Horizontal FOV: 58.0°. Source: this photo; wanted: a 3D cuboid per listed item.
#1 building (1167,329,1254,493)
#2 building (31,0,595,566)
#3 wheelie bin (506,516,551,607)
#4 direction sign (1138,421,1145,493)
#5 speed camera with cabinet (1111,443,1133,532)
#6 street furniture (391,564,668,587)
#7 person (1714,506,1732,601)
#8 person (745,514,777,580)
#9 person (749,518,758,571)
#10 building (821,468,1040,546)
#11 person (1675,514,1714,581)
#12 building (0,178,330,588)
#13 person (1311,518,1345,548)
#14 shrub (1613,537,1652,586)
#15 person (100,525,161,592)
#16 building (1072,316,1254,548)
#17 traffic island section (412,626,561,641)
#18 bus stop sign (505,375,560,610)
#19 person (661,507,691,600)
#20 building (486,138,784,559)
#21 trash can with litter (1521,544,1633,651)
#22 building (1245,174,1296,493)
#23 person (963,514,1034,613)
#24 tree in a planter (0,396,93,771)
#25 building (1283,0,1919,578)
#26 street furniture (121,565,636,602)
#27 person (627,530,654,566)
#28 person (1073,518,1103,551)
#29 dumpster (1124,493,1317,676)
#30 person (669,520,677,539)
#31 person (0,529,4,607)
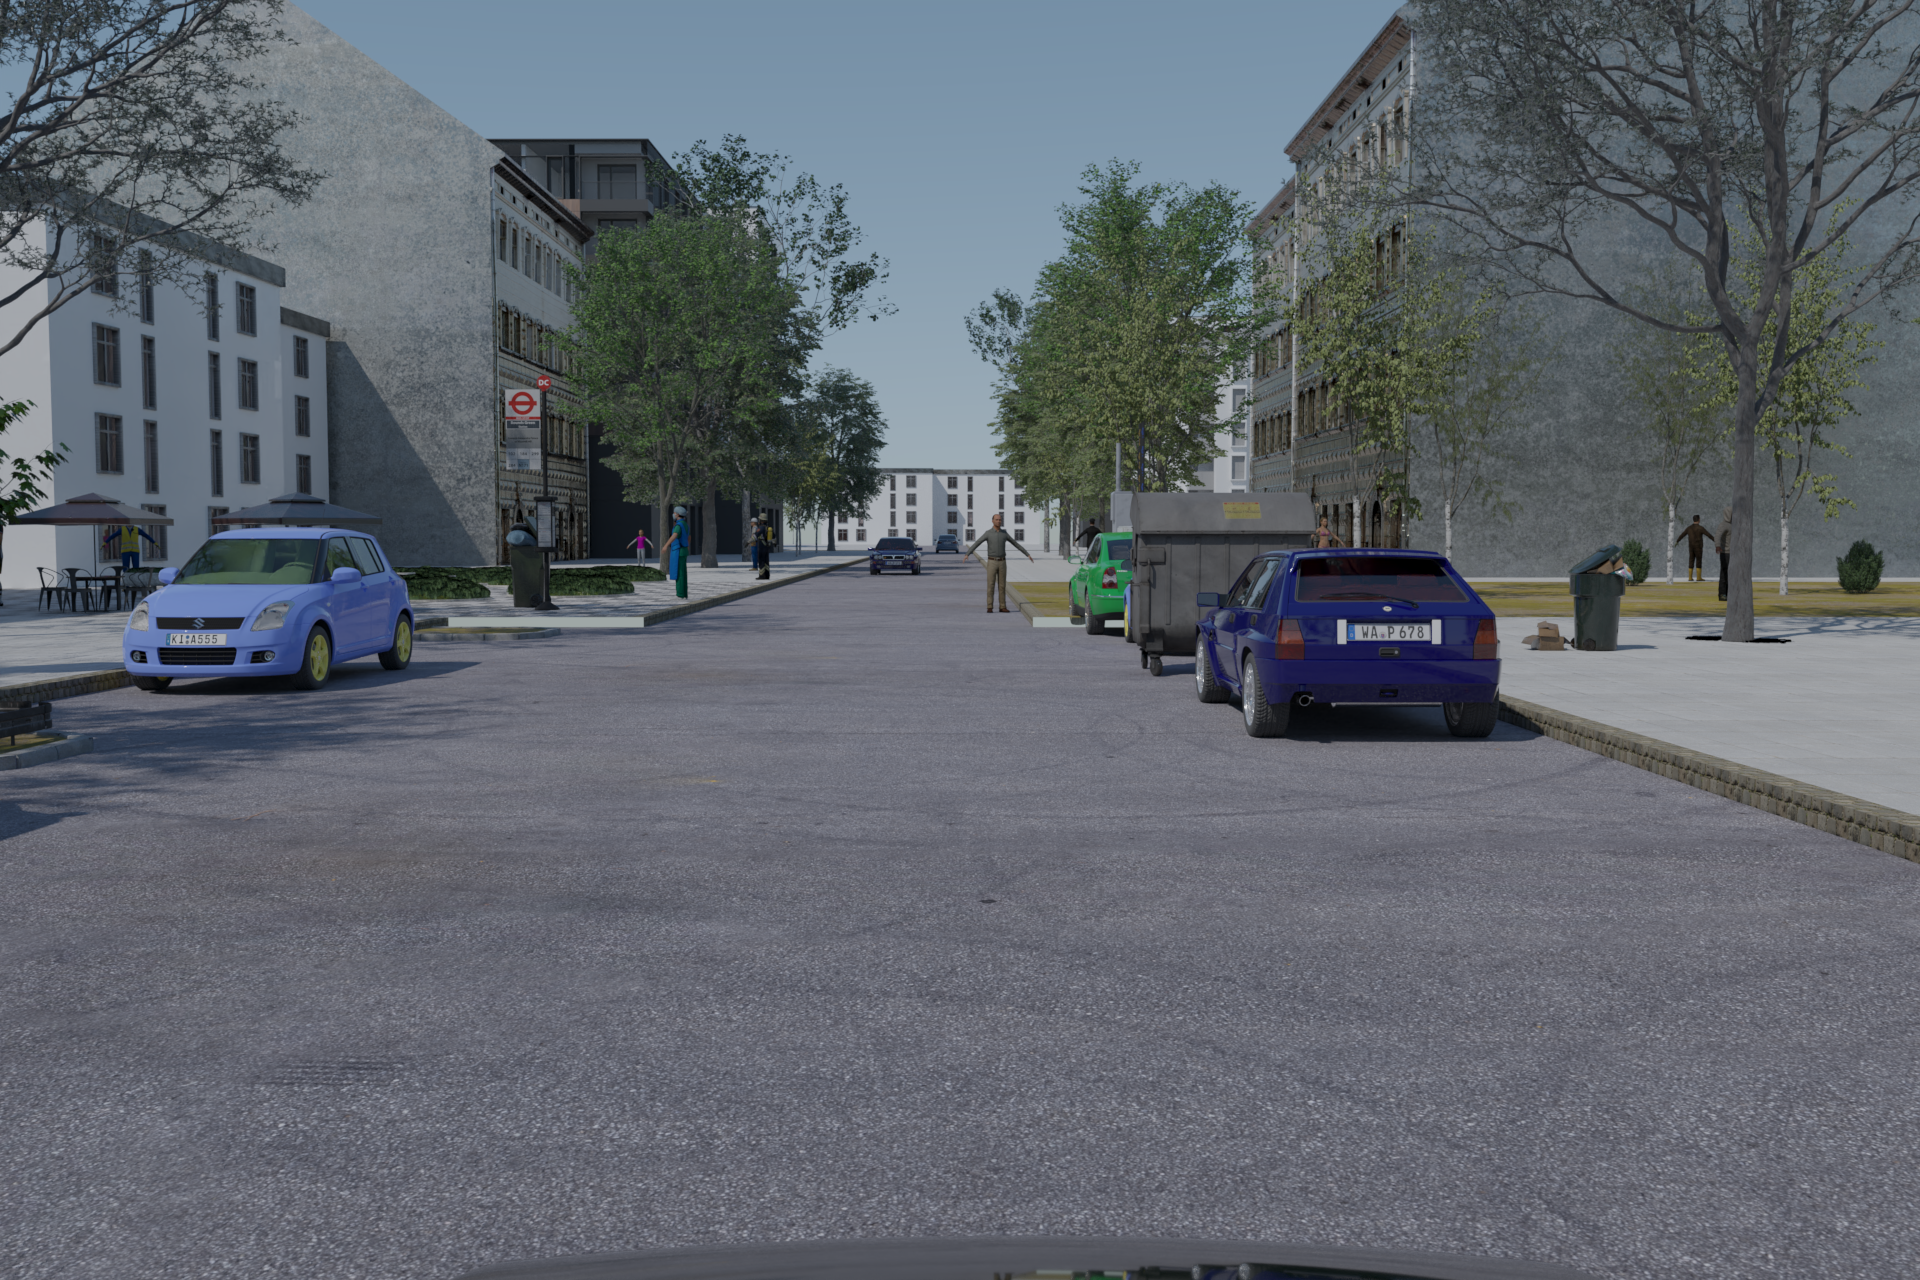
[{"bbox_3d":[24.358,-18.520,159.225,16.016,20.090,11.380,0,4,0],"label":"building"},{"bbox_3d":[-27.911,-15.100,77.810,19.493,23.208,18.063,0,4,-1],"label":"building"},{"bbox_3d":[-7.560,-1.377,30.416,0.693,1.594,0.980,0,4,-1],"label":"wheelie bin"},{"bbox_3d":[3.695,-2.650,35.330,0.379,3.537,0.876,0,4,-1],"label":"direction sign"},{"bbox_3d":[3.649,-2.613,37.055,0.660,3.252,2.038,0,4,-1],"label":"speed camera with cabinet"},{"bbox_3d":[-12.416,-1.746,44.168,10.072,0.657,5.734,-1,4,-15],"label":"street furniture"},{"bbox_3d":[14.729,-1.653,33.157,1.348,1.813,0.705,-3,5,-42],"label":"person"},{"bbox_3d":[-5.525,-2.615,48.534,0.705,1.856,1.354,2,4,32],"label":"person"},{"bbox_3d":[-7.218,-3.349,60.616,0.705,1.847,1.347,0,4,2],"label":"person"},{"bbox_3d":[-3.711,-16.894,220.821,28.070,9.664,9.099,0,4,-4],"label":"building"},{"bbox_3d":[20.041,-2.507,47.130,0.704,1.812,1.346,-3,4,-38],"label":"person"},{"bbox_3d":[-25.809,-6.891,54.807,9.099,9.664,28.070,0,4,0],"label":"building"},{"bbox_3d":[9.989,-2.480,47.346,1.217,1.733,0.721,-1,4,-22],"label":"person"},{"bbox_3d":[16.483,-1.921,42.532,1.383,1.207,1.383,0,3,0],"label":"shrub"},{"bbox_3d":[-18.512,-1.969,38.656,1.216,1.772,0.721,-2,4,-28],"label":"person"},{"bbox_3d":[25.399,-20.479,178.811,27.936,21.610,32.646,0,4,0],"label":"building"},{"bbox_3d":[-6.702,-0.085,24.262,1.991,0.108,1.994,0,4,1],"label":"traffic island section"},{"bbox_3d":[-7.205,-2.476,29.189,0.855,3.939,0.416,0,4,-1],"label":"bus stop sign"},{"bbox_3d":[-5.499,-1.696,33.855,0.704,1.817,1.347,1,4,11],"label":"person"},{"bbox_3d":[-26.522,-16.035,106.149,27.936,21.610,32.646,0,4,0],"label":"building"},{"bbox_3d":[6.784,-0.469,19.050,1.055,1.170,0.624,0,4,0],"label":"trash can with litter"},{"bbox_3d":[23.794,-15.071,77.345,19.493,23.208,18.063,0,3,0],"label":"building"},{"bbox_3d":[0.677,-1.395,31.536,1.348,1.796,0.705,-1,4,-16],"label":"person"},{"bbox_3d":[-6.731,-0.836,10.889,1.991,3.239,1.994,0,4,0],"label":"tree in a planter"},{"bbox_3d":[22.389,-13.961,59.195,19.493,23.208,18.063,0,4,0],"label":"building"},{"bbox_3d":[-12.128,-1.242,35.927,10.072,0.657,5.734,1,4,15],"label":"street furniture"},{"bbox_3d":[-11.288,-3.177,61.208,0.991,1.433,0.599,1,4,11],"label":"person"},{"bbox_3d":[4.623,-3.339,60.530,1.347,1.837,0.705,0,4,8],"label":"person"},{"bbox_3d":[2.672,-0.591,17.885,1.865,1.857,1.264,0,4,0],"label":"dumpster"},{"bbox_3d":[-10.830,-3.663,66.085,1.347,1.806,0.705,3,5,41],"label":"person"},{"bbox_3d":[-17.130,-1.499,30.657,0.704,1.843,1.345,-3,4,-38],"label":"person"}]
